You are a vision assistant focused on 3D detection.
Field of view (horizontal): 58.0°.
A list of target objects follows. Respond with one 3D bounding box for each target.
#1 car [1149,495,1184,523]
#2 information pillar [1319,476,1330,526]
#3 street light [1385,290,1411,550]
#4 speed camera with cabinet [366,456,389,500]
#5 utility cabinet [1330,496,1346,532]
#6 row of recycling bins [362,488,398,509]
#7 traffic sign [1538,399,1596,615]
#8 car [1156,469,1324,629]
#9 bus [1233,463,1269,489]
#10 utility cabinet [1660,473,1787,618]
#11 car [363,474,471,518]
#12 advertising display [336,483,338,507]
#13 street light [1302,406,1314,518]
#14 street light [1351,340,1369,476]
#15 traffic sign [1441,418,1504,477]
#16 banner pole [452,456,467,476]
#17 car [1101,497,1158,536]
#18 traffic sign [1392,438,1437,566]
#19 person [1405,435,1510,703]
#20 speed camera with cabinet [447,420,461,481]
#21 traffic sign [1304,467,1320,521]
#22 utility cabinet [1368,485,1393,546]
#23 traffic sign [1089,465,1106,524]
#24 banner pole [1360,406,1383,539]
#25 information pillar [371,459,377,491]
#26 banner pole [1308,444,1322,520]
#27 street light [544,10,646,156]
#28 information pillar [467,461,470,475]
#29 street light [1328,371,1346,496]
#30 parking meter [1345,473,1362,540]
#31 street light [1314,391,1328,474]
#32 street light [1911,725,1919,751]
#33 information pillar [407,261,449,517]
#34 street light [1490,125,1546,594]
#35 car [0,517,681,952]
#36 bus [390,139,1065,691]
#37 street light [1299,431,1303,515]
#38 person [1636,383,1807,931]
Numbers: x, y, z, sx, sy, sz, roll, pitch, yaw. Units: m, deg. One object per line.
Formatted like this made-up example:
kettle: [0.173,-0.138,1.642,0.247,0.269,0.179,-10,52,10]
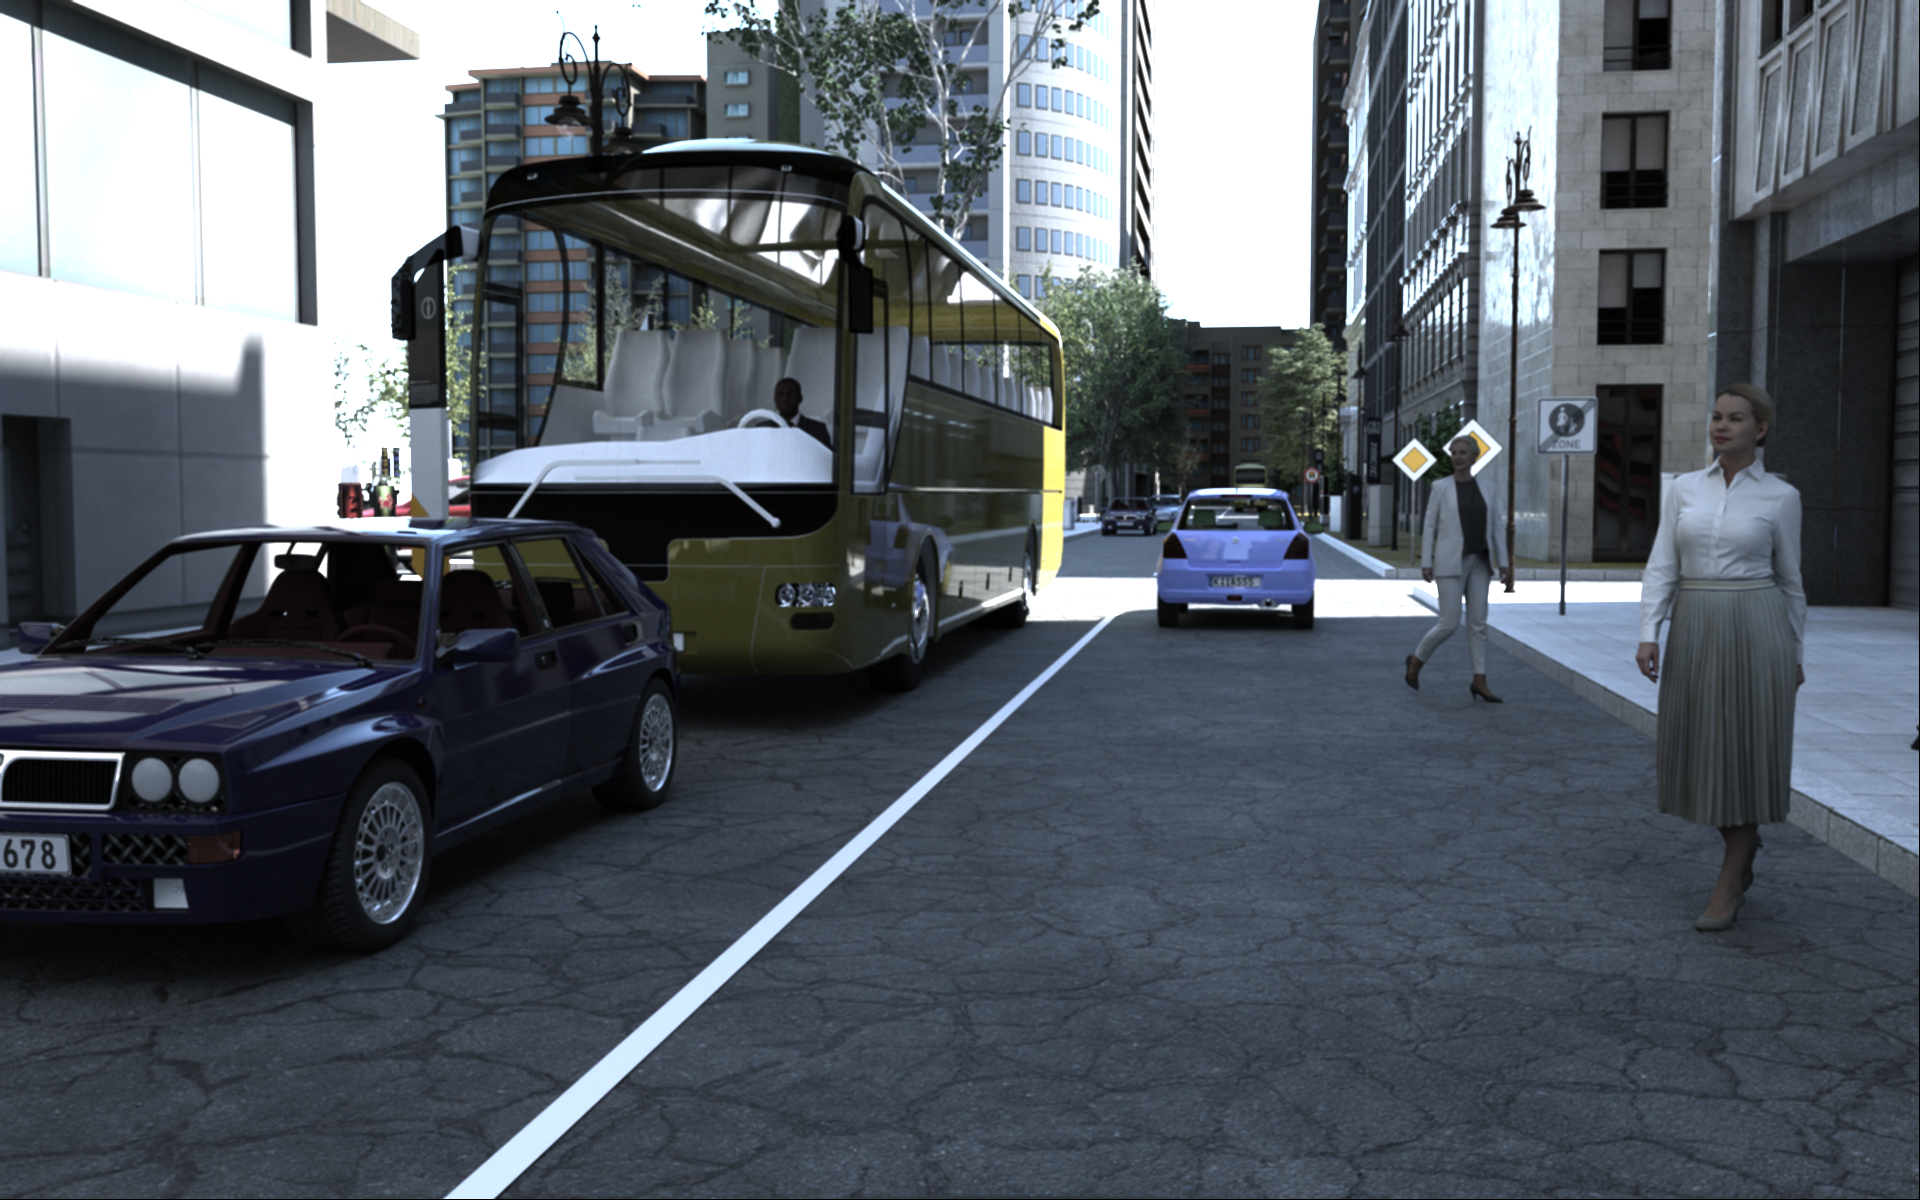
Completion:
car: [8.576,-3.686,72.262,2.014,1.417,4.499,1,4,10]
information pillar: [14.721,-4.002,69.931,0.304,2.012,0.304,-1,4,-10]
street light: [9.913,-4.071,39.355,0.468,5.910,1.993,1,4,9]
speed camera with cabinet: [-30.381,-5.780,88.845,2.038,3.252,0.660,-2,4,-32]
utility cabinet: [12.896,-2.917,58.861,0.306,1.237,1.020,-1,4,-9]
row of recycling bins: [-37.986,-6.405,111.828,1.069,1.692,3.534,3,5,39]
traffic sign: [6.393,-0.990,18.318,0.606,2.300,0.079,1,4,11]
car: [3.191,-0.628,19.861,1.945,1.707,3.694,1,4,10]
bus: [23.128,-8.946,137.820,2.896,3.916,12.252,1,4,10]
utility cabinet: [7.800,-0.553,17.714,1.173,1.500,0.318,0,4,-3]
car: [-8.206,-1.308,30.067,5.304,1.827,2.281,1,4,10]
advertising display: [-34.300,-5.571,96.296,0.974,1.923,0.123,-2,4,-28]
street light: [18.418,-7.230,90.998,0.468,5.910,1.993,1,4,9]
street light: [12.016,-4.855,52.168,0.468,5.910,1.993,1,4,9]
traffic sign: [6.795,-1.186,23.027,0.795,2.450,0.064,1,4,9]
banner pole: [-30.744,-7.065,105.526,0.863,3.779,0.401,0,4,5]
car: [5.953,-2.936,60.588,1.945,1.354,3.894,1,4,11]
traffic sign: [8.095,-1.668,30.906,0.795,2.450,0.064,1,4,9]
person: [3.487,-0.232,12.167,0.514,1.842,0.818,-2,4,-29]
speed camera with cabinet: [-13.463,-3.218,46.951,0.660,3.252,2.038,2,4,28]
traffic sign: [16.658,-5.010,82.017,0.768,2.556,0.104,1,4,13]
utility cabinet: [10.360,-2.072,42.557,0.318,1.500,1.173,2,4,33]
traffic sign: [5.924,-4.568,74.798,0.768,2.556,0.104,1,4,12]
banner pole: [11.672,-3.636,49.474,0.863,3.779,0.401,-1,4,-16]
information pillar: [-38.736,-7.534,114.540,0.504,3.616,0.183,2,4,31]
banner pole: [17.695,-5.868,85.965,0.863,3.779,0.401,-1,4,-15]
street light: [-3.578,-2.717,17.205,0.468,5.910,1.993,1,4,9]
information pillar: [-31.995,-7.448,113.128,0.504,3.616,0.183,3,4,39]
street light: [14.208,-5.644,65.062,0.468,5.910,1.993,1,4,9]
parking meter: [11.009,-2.613,48.432,0.399,1.863,0.255,-1,4,-20]
street light: [16.320,-6.427,77.875,0.468,5.910,1.993,1,4,9]
street light: [4.874,-2.185,8.512,0.468,5.910,1.993,1,4,9]
information pillar: [-5.141,-1.555,16.781,0.504,3.616,0.183,2,4,34]
street light: [7.111,-3.024,22.228,0.468,5.910,1.993,1,4,9]
car: [-2.430,0.356,6.754,1.945,1.354,3.894,1,4,10]
bus: [-0.928,-1.493,15.966,2.896,3.916,12.252,1,4,10]
street light: [20.663,-8.043,104.297,0.468,5.910,1.993,1,4,9]
person: [2.614,0.175,5.872,0.641,1.798,0.478,-3,5,-43]
